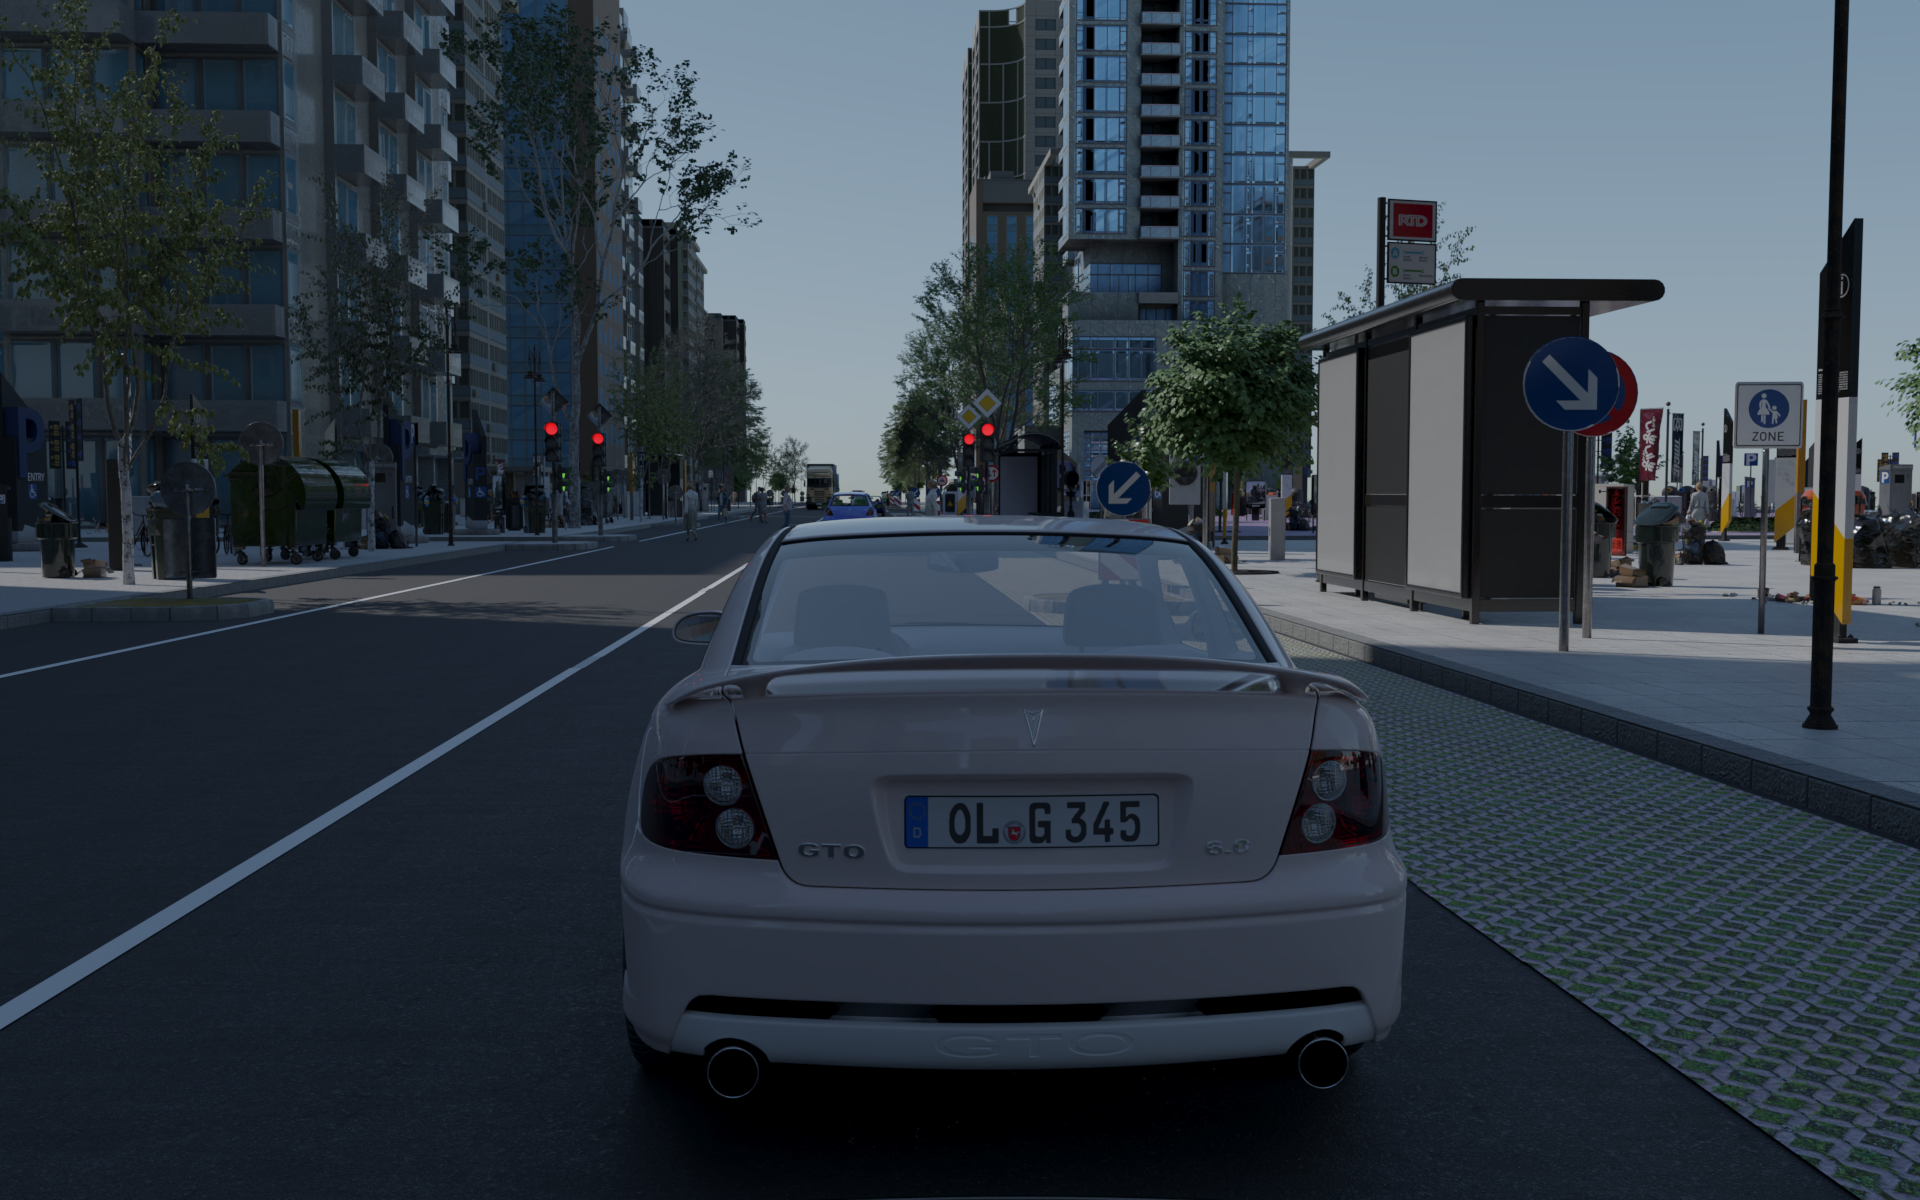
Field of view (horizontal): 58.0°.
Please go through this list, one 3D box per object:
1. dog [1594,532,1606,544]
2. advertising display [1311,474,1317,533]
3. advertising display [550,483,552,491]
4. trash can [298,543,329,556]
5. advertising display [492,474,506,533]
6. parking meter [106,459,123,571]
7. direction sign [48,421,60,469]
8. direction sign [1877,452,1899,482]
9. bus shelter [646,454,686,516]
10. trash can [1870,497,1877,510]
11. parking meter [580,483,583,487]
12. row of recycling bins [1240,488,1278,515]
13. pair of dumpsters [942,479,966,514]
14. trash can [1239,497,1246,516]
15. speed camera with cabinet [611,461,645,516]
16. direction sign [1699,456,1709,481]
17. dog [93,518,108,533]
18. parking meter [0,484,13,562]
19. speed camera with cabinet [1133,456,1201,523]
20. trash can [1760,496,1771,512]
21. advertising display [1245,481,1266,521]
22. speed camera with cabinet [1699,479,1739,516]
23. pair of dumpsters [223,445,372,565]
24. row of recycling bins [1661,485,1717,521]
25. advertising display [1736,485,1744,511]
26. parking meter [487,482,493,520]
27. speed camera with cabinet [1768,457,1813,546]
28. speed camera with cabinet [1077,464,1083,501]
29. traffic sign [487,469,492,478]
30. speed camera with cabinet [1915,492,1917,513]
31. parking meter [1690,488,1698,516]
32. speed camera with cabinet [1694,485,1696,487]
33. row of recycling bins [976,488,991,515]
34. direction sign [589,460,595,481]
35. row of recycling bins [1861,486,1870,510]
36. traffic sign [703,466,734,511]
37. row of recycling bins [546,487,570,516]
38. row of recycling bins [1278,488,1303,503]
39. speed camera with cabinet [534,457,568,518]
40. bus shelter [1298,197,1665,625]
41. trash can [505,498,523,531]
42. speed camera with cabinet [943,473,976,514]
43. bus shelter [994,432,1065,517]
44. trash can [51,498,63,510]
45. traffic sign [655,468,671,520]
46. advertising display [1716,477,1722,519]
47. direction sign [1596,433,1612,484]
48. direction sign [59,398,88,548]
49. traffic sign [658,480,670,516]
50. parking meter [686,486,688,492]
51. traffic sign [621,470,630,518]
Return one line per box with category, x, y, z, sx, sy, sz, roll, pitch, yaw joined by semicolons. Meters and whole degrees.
dog;7.788;-0.479;22.203;0.513;0.831;0.800;-2;4;-25
advertising display;11.969;-3.189;57.361;0.974;1.923;0.123;-3;5;-41
advertising display;-23.541;-5.847;100.816;0.974;1.923;0.123;-3;4;-36
trash can;-13.461;-1.492;36.040;0.748;1.137;0.748;0;3;0
advertising display;-15.197;-3.174;57.106;0.123;1.923;0.974;-2;4;-34
parking meter;-14.136;-1.431;29.102;0.255;1.863;0.399;0;4;-8
direction sign;-27.873;-3.785;53.879;0.379;3.537;0.876;2;4;34
direction sign;50.413;-6.235;93.947;0.876;3.537;0.379;3;5;43
bus shelter;-17.532;-6.856;103.373;1.731;3.624;6.357;0;4;-3
trash can;45.701;-4.616;87.122;0.748;1.137;0.748;0;3;0
parking meter;-19.682;-5.141;89.770;0.255;1.863;0.399;0;4;6
row of recycling bins;18.621;-6.270;109.623;1.069;1.692;3.534;-1;4;-18
pair of dumpsters;-0.301;-6.693;111.930;1.574;2.255;4.437;0;4;-3
trash can;16.184;-5.390;99.777;0.748;1.137;0.748;0;3;0
speed camera with cabinet;-19.529;-6.581;101.936;2.038;3.252;0.660;2;4;25
direction sign;43.770;-6.752;102.392;0.876;3.537;0.379;3;5;43
dog;-28.436;-2.485;57.468;0.540;0.507;0.406;-3;5;-41
parking meter;-18.275;-1.503;32.990;0.372;1.533;0.369;0;3;0
speed camera with cabinet;4.256;-2.679;38.130;2.038;3.252;0.660;0;4;6
trash can;53.160;-6.275;114.241;0.748;1.137;0.748;0;3;0
advertising display;14.252;-4.787;83.475;0.974;1.923;0.123;1;4;16
speed camera with cabinet;45.620;-6.705;103.965;2.038;3.252;0.660;3;5;41
pair of dumpsters;-12.665;-1.881;33.241;1.574;2.255;4.437;0;4;-3
row of recycling bins;35.313;-4.673;83.511;1.069;1.692;3.534;-2;4;-24
advertising display;59.423;-7.764;132.159;0.123;1.923;0.974;1;4;9
parking meter;-23.381;-4.905;85.913;0.399;1.863;0.255;-2;4;-35
speed camera with cabinet;20.980;-3.024;43.785;0.660;3.252;2.038;3;5;44
speed camera with cabinet;7.073;-7.290;113.528;2.038;3.252;0.660;2;4;26
traffic sign;-15.691;-3.455;56.499;0.884;2.594;0.081;0;4;2
speed camera with cabinet;62.163;-7.184;111.797;0.660;3.252;2.038;-1;4;-19
parking meter;39.034;-5.143;92.499;0.372;1.533;0.369;0;3;0
speed camera with cabinet;47.202;-7.046;109.543;2.038;3.252;0.660;-3;5;-40
row of recycling bins;1.673;-6.100;106.854;1.069;1.692;3.534;-1;4;-11
direction sign;-24.588;-7.574;115.824;0.379;3.537;0.876;-2;4;-32
row of recycling bins;42.550;-4.643;83.018;3.534;1.692;1.069;-3;4;-37
traffic sign;-17.820;-8.184;127.687;2.265;3.308;0.079;0;4;3
row of recycling bins;-23.694;-5.795;101.858;3.534;1.692;1.069;-1;4;-9
row of recycling bins;20.720;-6.492;113.260;3.534;1.692;1.069;-1;4;-11
speed camera with cabinet;-21.844;-5.999;92.426;0.660;3.252;2.038;2;4;29
bus shelter;5.592;-2.663;21.167;2.179;5.291;8.768;0;4;-3
trash can;-15.585;-2.991;60.559;0.748;1.137;0.748;0;3;0
speed camera with cabinet;-0.047;-7.019;109.088;2.038;3.252;0.660;0;4;4
bus shelter;2.295;-4.004;59.395;2.014;3.302;5.546;0;4;-3
trash can;-30.655;-2.865;58.501;0.748;1.137;0.748;0;3;0
traffic sign;-14.631;-5.212;85.316;0.768;2.556;0.104;0;4;5
advertising display;29.415;-3.786;67.111;0.123;1.923;0.974;1;4;19
direction sign;20.040;-3.819;54.435;0.876;3.537;0.379;0;4;-3
direction sign;-21.072;-3.018;41.345;0.379;3.537;0.876;-3;5;-44
traffic sign;-16.951;-6.054;99.095;0.768;2.556;0.104;0;4;-1
parking meter;-19.852;-7.345;125.804;0.399;1.863;0.255;1;4;21
traffic sign;-17.813;-5.612;91.864;0.768;2.556;0.104;0;4;3
